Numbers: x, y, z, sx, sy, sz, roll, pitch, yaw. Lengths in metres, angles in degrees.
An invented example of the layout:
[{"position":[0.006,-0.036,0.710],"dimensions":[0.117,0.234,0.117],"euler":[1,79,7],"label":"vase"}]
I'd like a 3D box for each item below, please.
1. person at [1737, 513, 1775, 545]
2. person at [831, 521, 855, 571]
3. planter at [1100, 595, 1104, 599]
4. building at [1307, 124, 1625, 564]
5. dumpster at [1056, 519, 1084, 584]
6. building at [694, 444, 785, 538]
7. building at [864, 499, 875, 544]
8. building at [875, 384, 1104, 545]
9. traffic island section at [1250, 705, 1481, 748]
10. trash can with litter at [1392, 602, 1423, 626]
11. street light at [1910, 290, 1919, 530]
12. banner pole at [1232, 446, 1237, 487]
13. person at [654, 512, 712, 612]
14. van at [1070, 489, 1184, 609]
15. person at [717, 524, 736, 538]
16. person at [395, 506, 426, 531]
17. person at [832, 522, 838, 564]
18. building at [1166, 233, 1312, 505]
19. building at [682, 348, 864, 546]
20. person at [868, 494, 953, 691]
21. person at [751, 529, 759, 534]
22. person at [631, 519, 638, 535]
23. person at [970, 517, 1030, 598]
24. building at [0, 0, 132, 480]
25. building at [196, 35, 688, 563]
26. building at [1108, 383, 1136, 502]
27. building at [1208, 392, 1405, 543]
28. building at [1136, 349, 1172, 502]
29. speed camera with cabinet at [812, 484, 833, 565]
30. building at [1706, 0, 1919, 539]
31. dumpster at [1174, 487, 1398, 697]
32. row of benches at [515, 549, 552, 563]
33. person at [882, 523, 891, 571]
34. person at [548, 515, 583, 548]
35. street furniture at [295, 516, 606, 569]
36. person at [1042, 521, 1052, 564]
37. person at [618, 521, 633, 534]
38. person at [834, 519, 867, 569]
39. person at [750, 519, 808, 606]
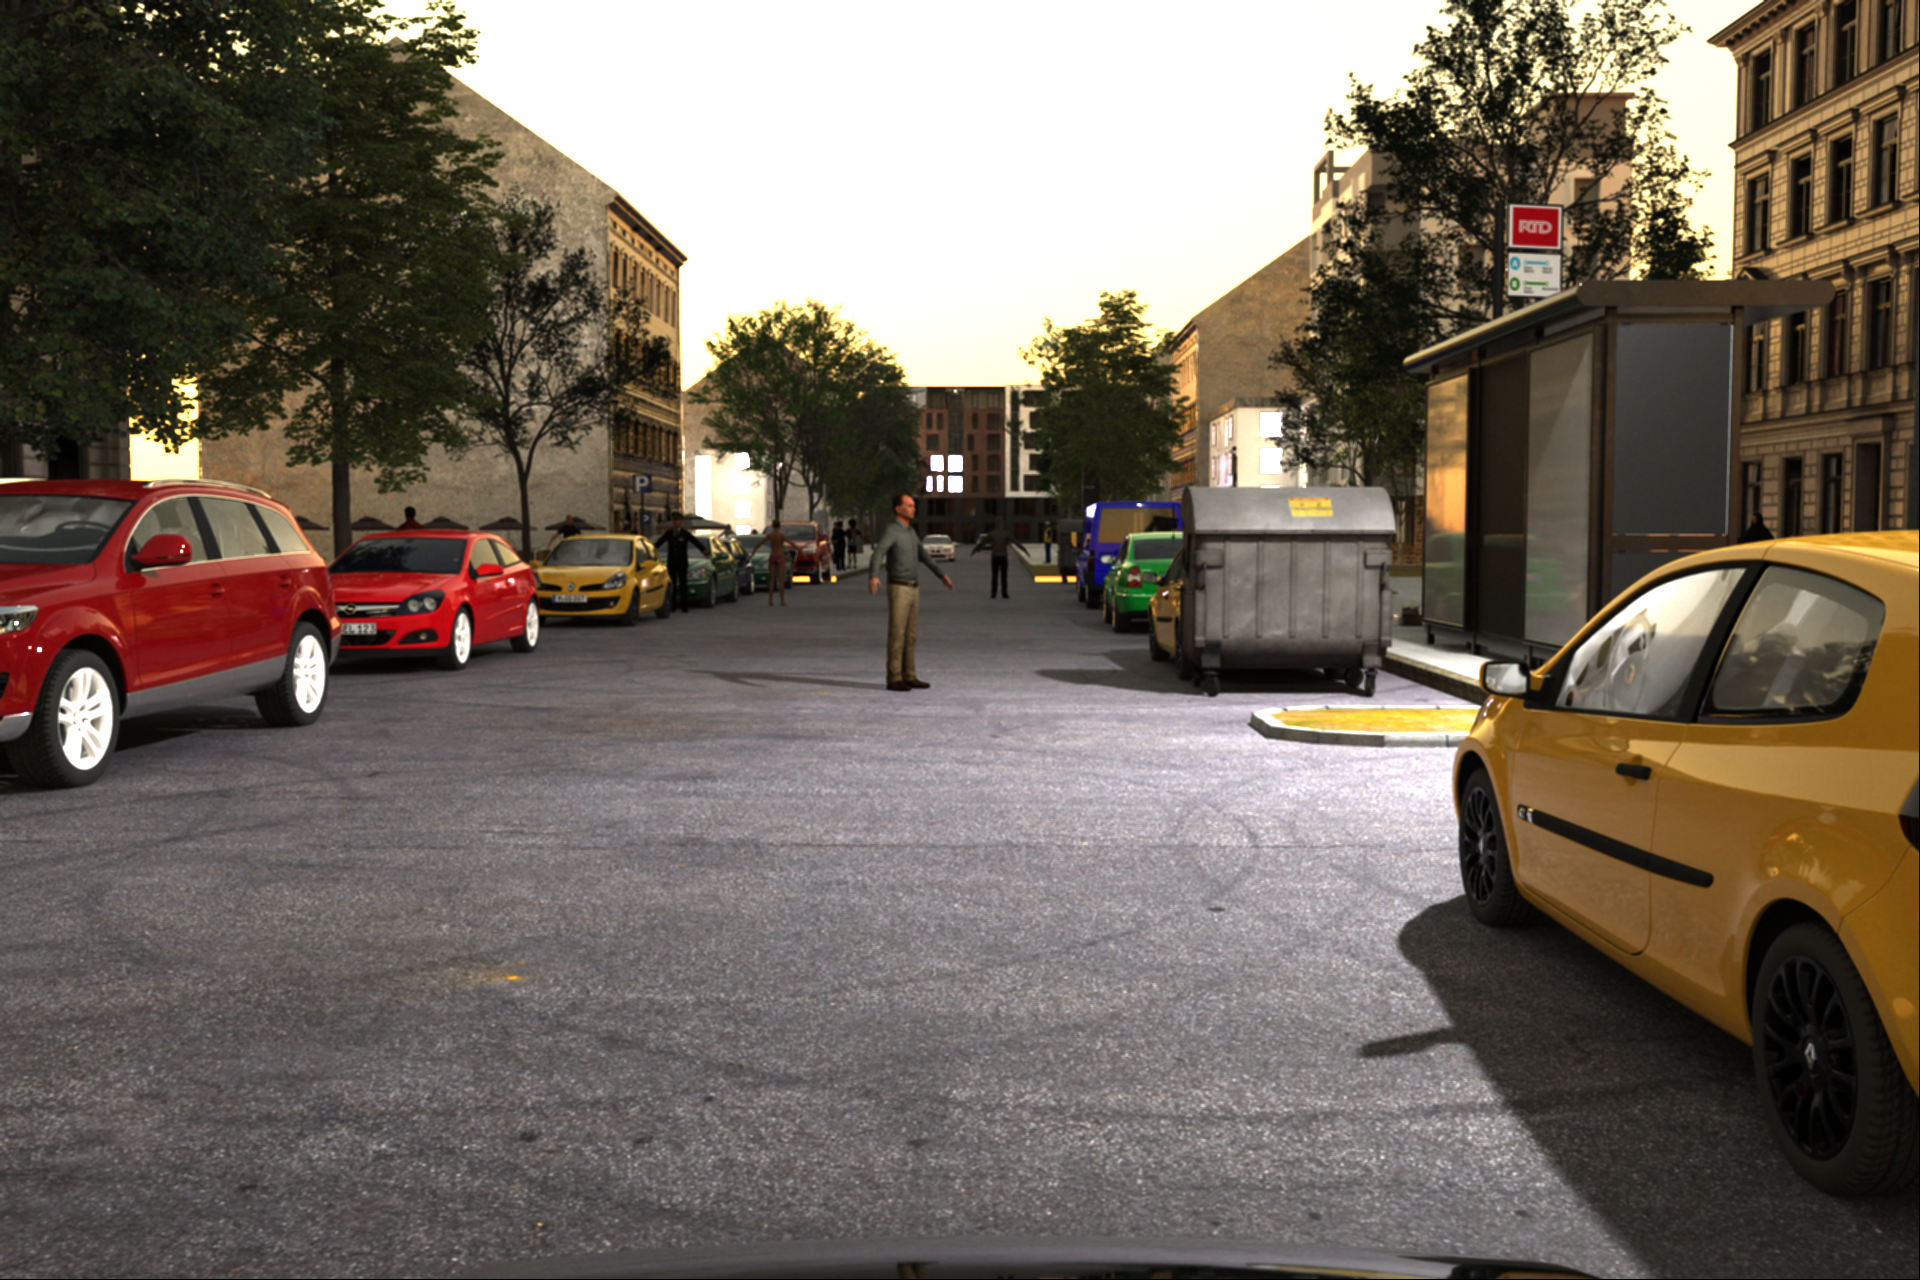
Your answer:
[{"position":[17.236,-1.887,37.640],"dimensions":[0.721,1.737,1.214],"euler":[-2,4,-23],"label":"person"},{"position":[-4.136,-3.315,60.920],"dimensions":[1.216,1.740,0.721],"euler":[3,5,42],"label":"person"},{"position":[3.786,-1.081,38.818],"dimensions":[1.991,0.319,1.994],"euler":[0,4,1],"label":"planter"},{"position":[22.791,-14.078,86.603],"dimensions":[16.016,20.090,11.380],"euler":[0,4,1],"label":"building"},{"position":[3.743,-2.585,50.475],"dimensions":[1.865,1.857,1.264],"euler":[0,4,0],"label":"dumpster"},{"position":[-21.999,-14.122,173.049],"dimensions":[9.099,9.664,28.070],"euler":[0,4,1],"label":"building"},{"position":[-20.860,-23.822,220.417],"dimensions":[19.493,23.208,18.063],"euler":[0,4,2],"label":"building"},{"position":[4.033,-24.557,247.940],"dimensions":[32.646,21.610,27.936],"euler":[0,3,0],"label":"building"},{"position":[3.167,0.627,12.614],"dimensions":[1.991,0.108,1.994],"euler":[0,4,1],"label":"traffic island section"},{"position":[6.605,-0.783,24.195],"dimensions":[1.055,1.170,0.624],"euler":[0,4,2],"label":"trash can with litter"},{"position":[6.528,-2.334,10.703],"dimensions":[1.470,5.913,1.316],"euler":[0,4,1],"label":"street light"},{"position":[7.816,-3.624,49.263],"dimensions":[0.401,3.779,0.863],"euler":[0,4,1],"label":"banner pole"},{"position":[-5.171,-1.424,31.668],"dimensions":[1.347,1.837,0.705],"euler":[0,4,5],"label":"person"},{"position":[3.394,-1.865,34.881],"dimensions":[2.240,2.365,5.245],"euler":[0,4,1],"label":"van"},{"position":[-12.214,-5.210,91.375],"dimensions":[1.347,1.806,0.705],"euler":[-1,4,-16],"label":"person"},{"position":[-10.664,-1.680,33.579],"dimensions":[0.704,1.816,1.345],"euler":[3,5,42],"label":"person"},{"position":[-5.284,-4.160,74.239],"dimensions":[0.704,1.802,1.346],"euler":[1,4,14],"label":"person"},{"position":[26.058,-18.323,130.510],"dimensions":[19.493,23.208,18.063],"euler":[0,4,1],"label":"building"},{"position":[-20.977,-22.478,198.448],"dimensions":[19.493,23.208,18.063],"euler":[0,4,1],"label":"building"},{"position":[-0.500,-0.442,15.948],"dimensions":[0.705,1.796,1.348],"euler":[2,4,31],"label":"person"},{"position":[-6.672,-2.839,55.681],"dimensions":[0.599,1.433,0.991],"euler":[2,4,25],"label":"person"},{"position":[-11.113,-3.277,59.762],"dimensions":[1.347,1.806,0.705],"euler":[3,4,36],"label":"person"},{"position":[0.887,-1.842,38.694],"dimensions":[1.348,1.813,0.705],"euler":[1,4,8],"label":"person"},{"position":[-29.508,-12.002,36.898],"dimensions":[13.314,22.015,24.055],"euler":[0,4,2],"label":"building"},{"position":[-24.700,-15.600,85.983],"dimensions":[19.493,23.208,18.063],"euler":[0,4,1],"label":"building"},{"position":[26.927,-22.568,199.916],"dimensions":[19.493,23.208,18.063],"euler":[0,4,1],"label":"building"},{"position":[21.431,-10.049,106.453],"dimensions":[9.099,9.664,28.070],"euler":[0,4,1],"label":"building"},{"position":[27.304,-18.813,174.049],"dimensions":[16.747,18.905,31.486],"euler":[0,4,1],"label":"building"},{"position":[-5.460,-4.544,68.637],"dimensions":[0.660,3.252,2.038],"euler":[0,4,3],"label":"speed camera with cabinet"},{"position":[27.958,-11.020,43.801],"dimensions":[10.561,19.211,19.286],"euler":[0,4,1],"label":"building"},{"position":[2.926,-0.459,15.724],"dimensions":[1.865,1.857,1.264],"euler":[0,4,1],"label":"dumpster"},{"position":[-18.107,-3.386,70.816],"dimensions":[4.104,0.672,1.422],"euler":[-3,5,-40],"label":"row of benches"},{"position":[-2.715,-3.593,66.986],"dimensions":[0.705,1.856,1.354],"euler":[-1,4,-12],"label":"person"},{"position":[-10.741,-2.539,47.731],"dimensions":[1.348,1.803,0.705],"euler":[-2,4,-33],"label":"person"},{"position":[-26.798,-3.424,61.015],"dimensions":[27.439,1.986,14.083],"euler":[0,4,-5],"label":"street furniture"},{"position":[3.778,-4.229,75.106],"dimensions":[0.705,1.833,1.349],"euler":[0,4,-5],"label":"person"},{"position":[-14.119,-4.131,73.315],"dimensions":[1.354,1.858,0.705],"euler":[0,4,-6],"label":"person"},{"position":[-4.036,-3.569,64.493],"dimensions":[1.345,1.843,0.704],"euler":[-2,4,-32],"label":"person"},{"position":[-3.655,-1.563,34.807],"dimensions":[1.217,1.733,0.721],"euler":[1,4,14],"label":"person"}]
